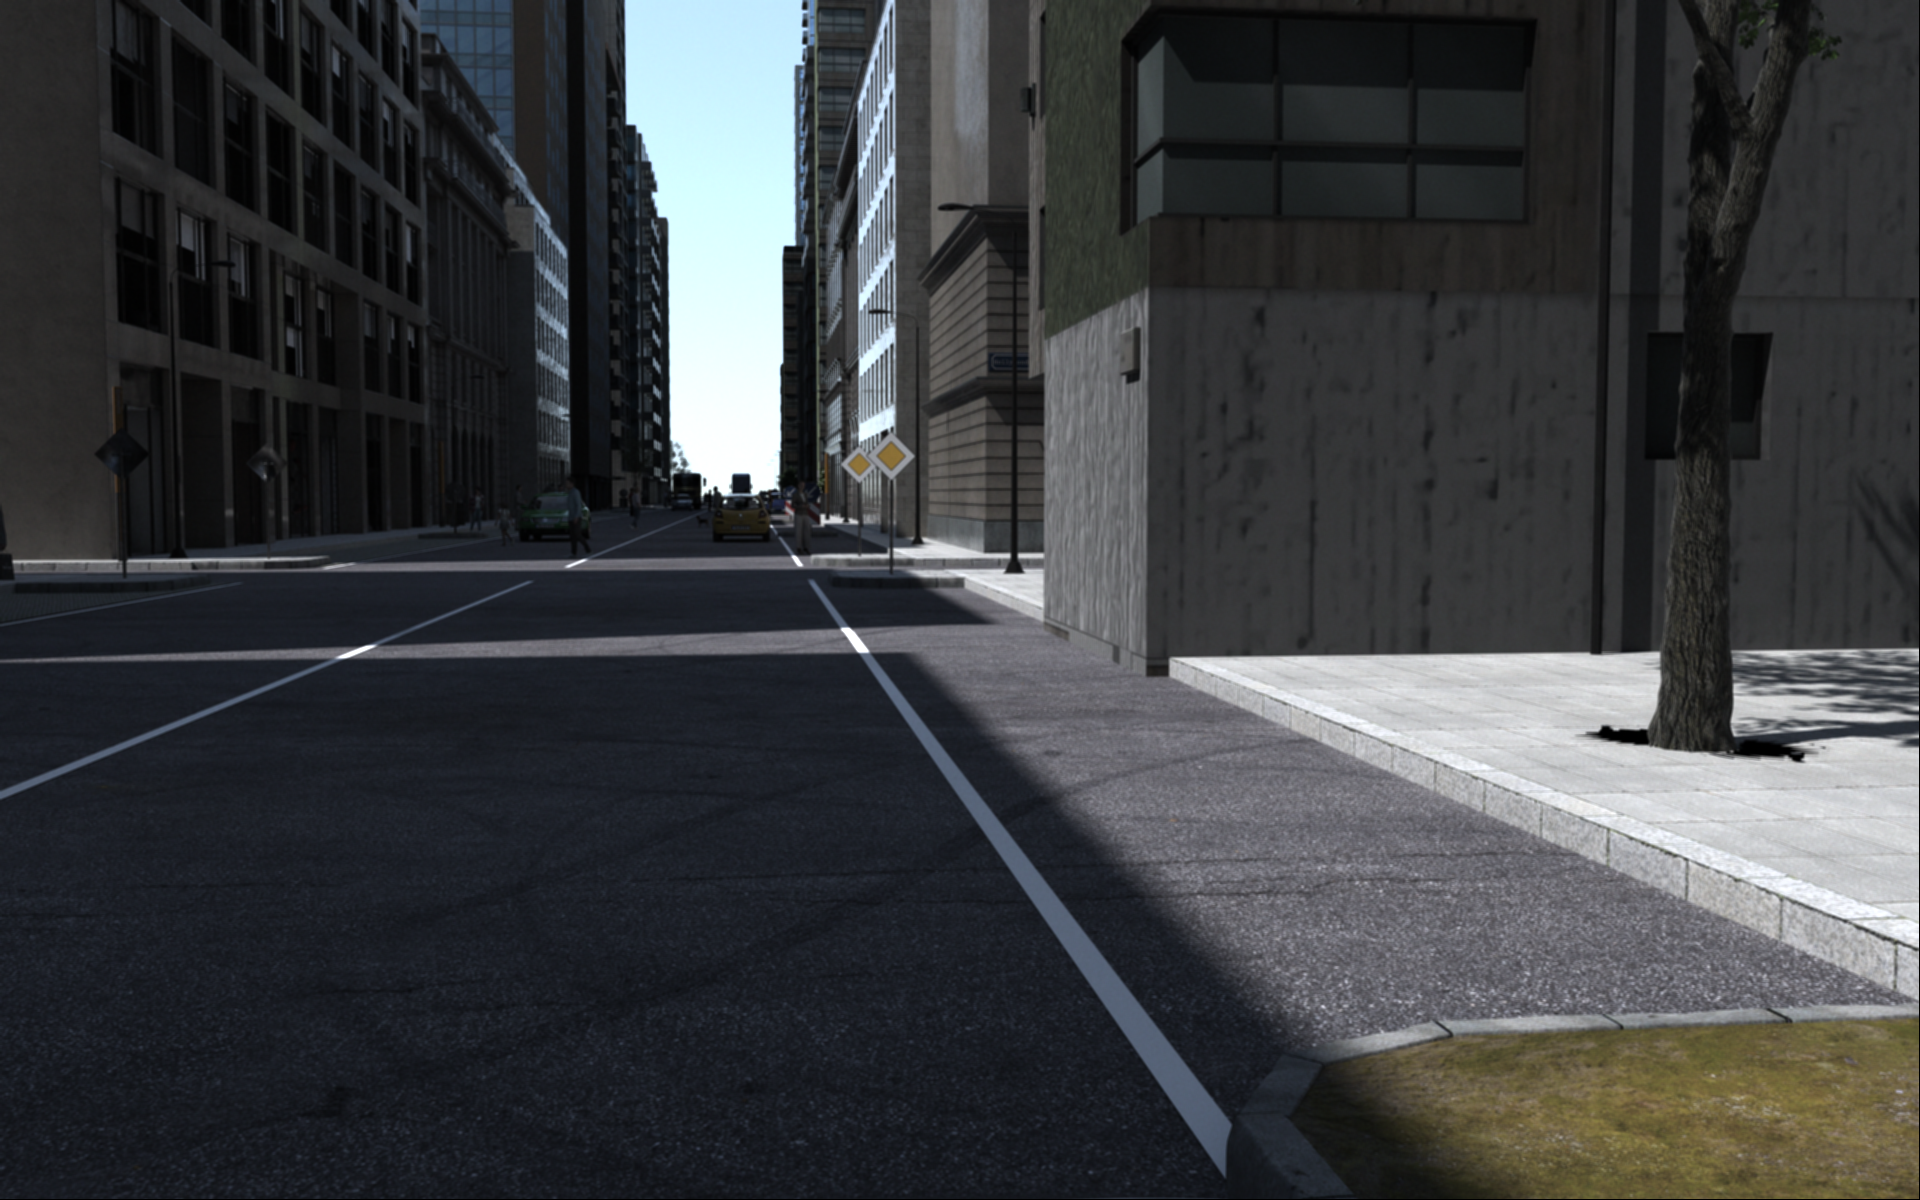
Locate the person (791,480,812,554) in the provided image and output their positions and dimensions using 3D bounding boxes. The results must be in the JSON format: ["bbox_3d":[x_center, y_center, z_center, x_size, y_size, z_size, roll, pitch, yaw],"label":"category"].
[{"bbox_3d":[-3.757,-1.966,41.197,0.519,1.759,0.362,-3,5,-43],"label":"person"}]

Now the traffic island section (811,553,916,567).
[{"bbox_3d":[-2.048,-0.821,35.705,2.009,0.180,2.903,0,4,-7],"label":"traffic island section"}]

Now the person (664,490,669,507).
[{"bbox_3d":[-31.113,-10.732,183.832,0.599,1.838,0.709,0,4,5],"label":"person"}]

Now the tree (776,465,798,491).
[{"bbox_3d":[-18.745,-12.825,193.398,4.285,4.588,4.351,0,3,0],"label":"tree"}]

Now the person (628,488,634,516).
[{"bbox_3d":[-21.092,-6.308,111.573,0.705,1.831,1.348,1,4,15],"label":"person"}]

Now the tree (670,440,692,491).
[{"bbox_3d":[-44.708,-20.337,266.919,7.601,10.594,8.767,0,4,1],"label":"tree"}]

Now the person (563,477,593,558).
[{"bbox_3d":[-8.562,-1.852,38.792,0.620,1.820,0.660,-2,4,-32],"label":"person"}]

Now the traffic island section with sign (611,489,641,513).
[{"bbox_3d":[-25.822,-7.623,133.260,1.989,1.847,2.006,0,4,-7],"label":"traffic island section with sign"}]

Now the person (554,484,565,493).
[{"bbox_3d":[-16.692,-3.916,72.394,0.638,1.841,0.748,0,4,4],"label":"person"}]

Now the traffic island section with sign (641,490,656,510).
[{"bbox_3d":[-29.146,-9.280,160.362,1.989,1.847,2.006,0,4,-7],"label":"traffic island section with sign"}]

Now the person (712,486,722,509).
[{"bbox_3d":[-11.639,-4.548,82.958,0.391,1.810,0.635,1,4,17],"label":"person"}]

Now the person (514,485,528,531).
[{"bbox_3d":[-17.009,-3.575,67.147,0.583,1.804,0.606,-1,4,-18],"label":"person"}]

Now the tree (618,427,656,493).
[{"bbox_3d":[-34.698,-14.384,185.539,4.360,8.622,3.978,0,3,0],"label":"tree"}]

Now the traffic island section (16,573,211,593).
[{"bbox_3d":[-12.734,-0.250,26.363,2.009,0.180,2.903,0,4,-7],"label":"traffic island section"}]

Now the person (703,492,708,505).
[{"bbox_3d":[-33.488,-13.400,228.147,0.990,1.755,0.434,2,4,28],"label":"person"}]

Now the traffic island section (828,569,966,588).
[{"bbox_3d":[-1.078,-0.336,27.779,2.009,0.180,2.903,0,4,-7],"label":"traffic island section"}]

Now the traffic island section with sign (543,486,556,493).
[{"bbox_3d":[-19.732,-4.577,83.464,1.989,1.847,2.006,0,4,-7],"label":"traffic island section with sign"}]

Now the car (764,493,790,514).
[{"bbox_3d":[-13.173,-7.081,125.368,1.945,1.707,3.694,0,4,-8],"label":"car"}]

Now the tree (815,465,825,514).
[{"bbox_3d":[-8.899,-7.218,112.623,1.663,3.219,1.824,0,3,0],"label":"tree"}]

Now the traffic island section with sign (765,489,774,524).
[{"bbox_3d":[-8.437,-4.680,85.153,1.989,1.847,2.006,0,4,-7],"label":"traffic island section with sign"}]

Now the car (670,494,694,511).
[{"bbox_3d":[-23.788,-8.328,148.158,2.014,1.417,4.499,-1,4,-9],"label":"car"}]

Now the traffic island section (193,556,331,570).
[{"bbox_3d":[-13.704,-0.734,34.289,2.009,0.180,2.903,0,4,-7],"label":"traffic island section"}]

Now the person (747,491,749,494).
[{"bbox_3d":[-22.192,-10.494,180.809,0.721,1.736,1.217,2,4,35],"label":"person"}]

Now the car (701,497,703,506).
[{"bbox_3d":[-32.180,-12.116,209.896,2.131,1.459,4.920,0,4,-7],"label":"car"}]

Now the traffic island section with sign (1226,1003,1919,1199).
[{"bbox_3d":[1.587,0.331,3.216,1.989,1.847,2.006,0,4,-7],"label":"traffic island section with sign"}]

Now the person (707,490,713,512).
[{"bbox_3d":[-20.486,-8.165,142.128,0.705,1.807,1.348,1,4,13],"label":"person"}]

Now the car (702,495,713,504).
[{"bbox_3d":[-35.552,-14.288,245.972,2.083,1.381,4.827,0,4,-5],"label":"car"}]

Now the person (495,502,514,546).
[{"bbox_3d":[-12.635,-2.110,48.008,0.382,1.210,0.505,3,5,40],"label":"person"}]

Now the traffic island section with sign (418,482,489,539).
[{"bbox_3d":[-16.392,-2.908,56.174,1.989,1.847,2.006,0,4,-7],"label":"traffic island section with sign"}]

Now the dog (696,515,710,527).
[{"bbox_3d":[-11.187,-3.430,75.367,0.540,0.507,0.406,-2,4,-28],"label":"dog"}]

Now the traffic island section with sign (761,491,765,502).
[{"bbox_3d":[-14.501,-7.713,134.735,1.989,1.847,2.006,0,4,-7],"label":"traffic island section with sign"}]

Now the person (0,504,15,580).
[{"bbox_3d":[-10.495,-0.607,18.611,0.709,1.800,0.728,-1,4,-11],"label":"person"}]

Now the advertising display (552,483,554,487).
[{"bbox_3d":[-22.899,-5.642,97.457,0.123,1.923,0.974,-1,4,-15],"label":"advertising display"}]

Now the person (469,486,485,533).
[{"bbox_3d":[-17.641,-3.298,63.261,0.563,1.720,0.643,-2,4,-27],"label":"person"}]

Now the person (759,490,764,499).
[{"bbox_3d":[-21.357,-10.882,186.285,0.599,1.838,0.709,2,4,27],"label":"person"}]

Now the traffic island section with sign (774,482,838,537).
[{"bbox_3d":[-5.166,-3.044,58.396,1.989,1.847,2.006,0,4,-7],"label":"traffic island section with sign"}]

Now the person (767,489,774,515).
[{"bbox_3d":[-12.672,-6.571,116.465,0.721,1.766,1.217,-1,4,-14],"label":"person"}]

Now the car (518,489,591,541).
[{"bbox_3d":[-12.593,-2.760,53.919,1.959,1.807,4.718,0,4,-5],"label":"car"}]

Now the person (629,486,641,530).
[{"bbox_3d":[-12.838,-3.626,68.463,0.731,1.740,0.598,3,4,39],"label":"person"}]

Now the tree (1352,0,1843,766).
[{"bbox_3d":[3.883,-5.053,8.380,9.928,11.665,9.643,0,3,0],"label":"tree"}]

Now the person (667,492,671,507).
[{"bbox_3d":[-33.167,-11.481,197.006,0.721,1.735,1.217,-3,4,-36],"label":"person"}]

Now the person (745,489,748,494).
[{"bbox_3d":[-16.506,-7.645,133.455,0.705,1.831,1.348,-2,4,-27],"label":"person"}]

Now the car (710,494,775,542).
[{"bbox_3d":[-6.694,-2.631,53.243,2.015,1.641,3.980,0,4,-6],"label":"car"}]

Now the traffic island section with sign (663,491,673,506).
[{"bbox_3d":[-35.789,-12.604,214.701,1.989,1.847,2.006,0,4,-7],"label":"traffic island section with sign"}]
